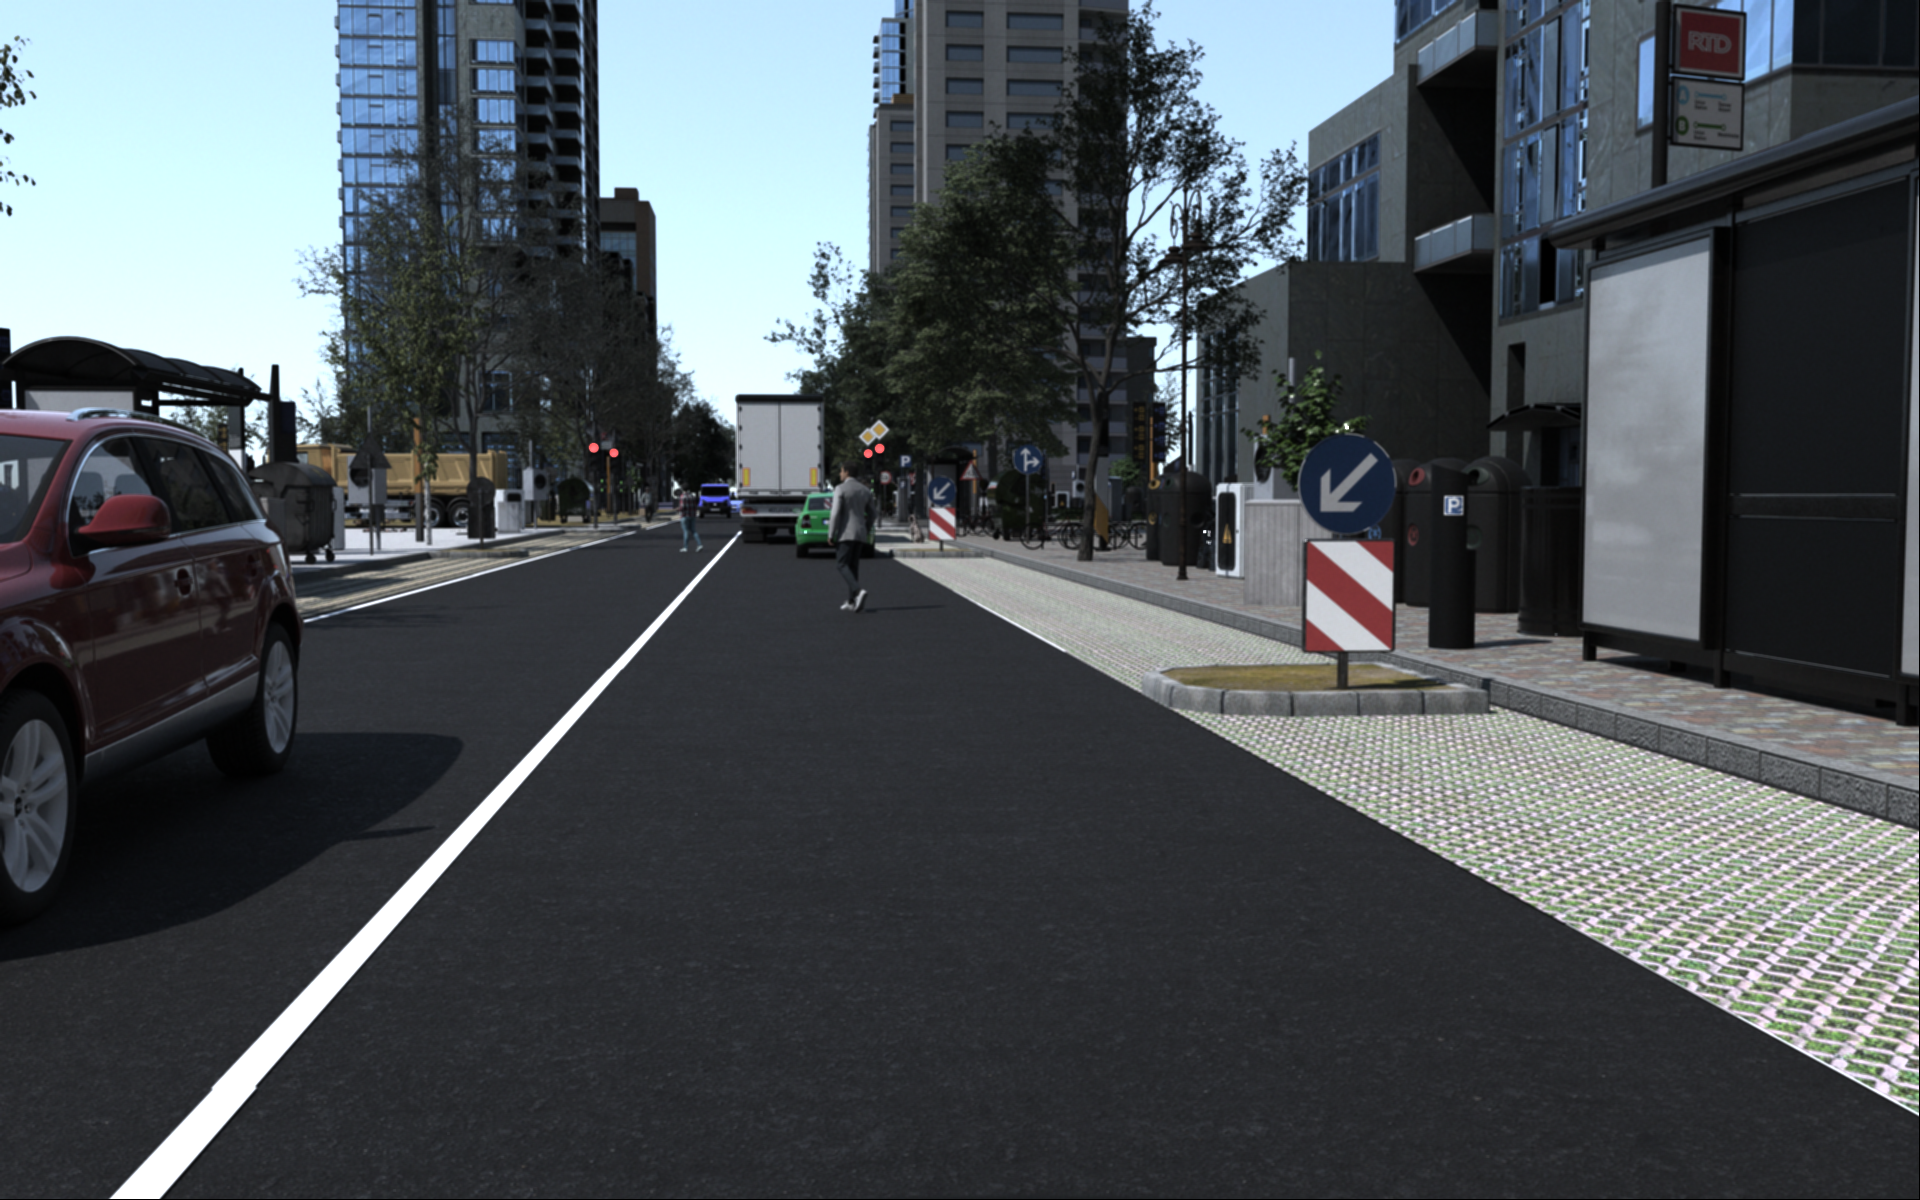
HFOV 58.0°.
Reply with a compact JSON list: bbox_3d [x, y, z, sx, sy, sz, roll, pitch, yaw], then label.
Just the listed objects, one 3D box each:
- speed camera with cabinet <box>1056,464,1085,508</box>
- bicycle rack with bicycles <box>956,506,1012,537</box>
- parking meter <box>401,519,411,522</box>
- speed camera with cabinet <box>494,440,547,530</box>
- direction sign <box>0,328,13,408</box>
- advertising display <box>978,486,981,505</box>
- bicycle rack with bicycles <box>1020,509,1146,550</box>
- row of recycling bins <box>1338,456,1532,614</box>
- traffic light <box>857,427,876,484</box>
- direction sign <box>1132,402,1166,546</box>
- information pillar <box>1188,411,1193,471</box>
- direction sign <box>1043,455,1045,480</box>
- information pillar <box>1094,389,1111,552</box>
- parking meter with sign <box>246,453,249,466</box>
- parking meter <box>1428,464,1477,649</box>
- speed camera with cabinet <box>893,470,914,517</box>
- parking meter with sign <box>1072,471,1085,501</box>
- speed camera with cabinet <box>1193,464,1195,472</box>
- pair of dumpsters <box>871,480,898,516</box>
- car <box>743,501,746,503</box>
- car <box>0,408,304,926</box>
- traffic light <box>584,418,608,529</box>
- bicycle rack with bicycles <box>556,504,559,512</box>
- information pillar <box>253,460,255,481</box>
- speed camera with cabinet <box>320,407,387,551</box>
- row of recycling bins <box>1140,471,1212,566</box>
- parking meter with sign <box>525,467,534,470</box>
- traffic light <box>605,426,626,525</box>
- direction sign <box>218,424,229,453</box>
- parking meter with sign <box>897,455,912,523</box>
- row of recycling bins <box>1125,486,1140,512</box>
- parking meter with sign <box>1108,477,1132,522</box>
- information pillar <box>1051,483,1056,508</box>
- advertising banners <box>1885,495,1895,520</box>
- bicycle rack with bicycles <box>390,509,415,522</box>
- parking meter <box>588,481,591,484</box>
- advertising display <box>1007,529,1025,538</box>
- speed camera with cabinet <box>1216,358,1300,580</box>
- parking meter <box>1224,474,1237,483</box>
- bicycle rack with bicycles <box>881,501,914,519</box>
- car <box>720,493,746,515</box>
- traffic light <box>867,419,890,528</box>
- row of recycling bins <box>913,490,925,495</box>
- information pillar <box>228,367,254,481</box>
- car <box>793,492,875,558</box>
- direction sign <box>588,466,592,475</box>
[{"bbox_3d":[7.157,-7.307,113.809,2.038,3.252,0.660,-1,4,-15],"label":"speed camera with cabinet"},{"bbox_3d":[1.084,-2.434,53.182,2.925,0.926,2.852,0,4,-5],"label":"bicycle rack with bicycles"},{"bbox_3d":[-25.121,-4.451,78.483,0.399,1.863,0.255,-3,5,-44],"label":"parking meter"},{"bbox_3d":[-15.908,-4.182,62.719,0.660,3.252,2.038,2,4,34],"label":"speed camera with cabinet"},{"bbox_3d":[-13.105,-1.919,23.372,0.379,3.537,0.876,1,4,13],"label":"direction sign"},{"bbox_3d":[1.524,-7.985,135.767,0.123,1.923,0.974,0,4,5],"label":"advertising display"},{"bbox_3d":[3.158,-1.664,40.591,2.925,0.926,2.852,1,4,23],"label":"bicycle rack with bicycles"},{"bbox_3d":[5.352,-0.800,20.196,1.069,1.692,3.534,-1,4,-21],"label":"row of recycling bins"},{"bbox_3d":[-3.896,-5.140,72.958,0.839,4.253,0.868,0,4,-6],"label":"traffic light"},{"bbox_3d":[4.655,-3.101,42.698,0.876,3.537,0.379,-1,4,-17],"label":"direction sign"},{"bbox_3d":[6.550,-3.540,49.232,0.183,3.616,0.504,1,4,14],"label":"information pillar"},{"bbox_3d":[4.496,-6.553,99.144,0.876,3.537,0.379,-2,4,-28],"label":"direction sign"},{"bbox_3d":[3.147,-2.893,38.653,0.183,3.616,0.504,3,5,43],"label":"information pillar"},{"bbox_3d":[-31.121,-4.724,73.491,0.543,3.016,1.738,3,4,37],"label":"parking meter with sign"},{"bbox_3d":[4.107,-0.368,14.431,0.372,1.533,0.369,0,3,0],"label":"parking meter"},{"bbox_3d":[-3.284,-6.324,97.740,0.660,3.252,2.038,-1,4,-14],"label":"speed camera with cabinet"},{"bbox_3d":[9.560,-8.392,133.462,1.738,3.016,0.543,-1,4,-15],"label":"parking meter with sign"},{"bbox_3d":[16.052,-7.362,114.701,0.660,3.252,2.038,-2,4,-30],"label":"speed camera with cabinet"},{"bbox_3d":[-4.340,-6.030,101.088,1.574,2.255,4.437,0,4,-6],"label":"pair of dumpsters"},{"bbox_3d":[-22.398,-10.465,183.681,1.945,1.354,3.894,0,4,-4],"label":"car"},{"bbox_3d":[-4.305,0.084,7.301,2.281,1.827,5.304,0,4,-7],"label":"car"},{"bbox_3d":[-13.449,-4.586,63.895,0.839,4.253,0.868,0,4,-6],"label":"traffic light"},{"bbox_3d":[-29.317,-6.567,120.746,2.925,0.926,2.852,0,4,6],"label":"bicycle rack with bicycles"},{"bbox_3d":[-41.239,-6.686,100.674,0.504,3.616,0.183,-2,4,-30],"label":"information pillar"},{"bbox_3d":[-14.055,-2.744,39.206,2.038,3.252,0.660,1,4,11],"label":"speed camera with cabinet"},{"bbox_3d":[4.117,-1.545,32.378,1.069,1.692,3.534,0,4,0],"label":"row of recycling bins"},{"bbox_3d":[-27.492,-7.070,111.848,0.543,3.016,1.738,0,4,5],"label":"parking meter with sign"},{"bbox_3d":[-14.297,-5.071,71.835,0.839,4.253,0.868,0,4,-6],"label":"traffic light"},{"bbox_3d":[-23.509,-3.907,55.876,0.876,3.537,0.379,1,4,12],"label":"direction sign"},{"bbox_3d":[-2.569,-5.028,78.475,0.543,3.016,1.738,-1,4,-9],"label":"parking meter with sign"},{"bbox_3d":[8.948,-5.001,88.878,1.069,1.692,3.534,0,4,6],"label":"row of recycling bins"},{"bbox_3d":[6.726,-4.844,75.462,1.738,3.016,0.543,-3,4,-37],"label":"parking meter with sign"},{"bbox_3d":[6.052,-6.596,112.335,0.304,2.012,0.304,1,4,9],"label":"information pillar"},{"bbox_3d":[8.200,-1.106,14.266,0.090,3.025,2.074,0,4,-3],"label":"advertising banners"},{"bbox_3d":[-25.613,-4.167,81.505,2.852,0.926,2.925,3,4,36],"label":"bicycle rack with bicycles"},{"bbox_3d":[-17.019,-4.470,78.803,0.399,1.863,0.255,1,4,13],"label":"parking meter"},{"bbox_3d":[1.646,-2.763,50.384,0.123,1.923,0.974,2,4,35],"label":"advertising display"},{"bbox_3d":[4.478,-1.929,25.871,0.660,3.252,2.038,-1,4,-15],"label":"speed camera with cabinet"},{"bbox_3d":[7.914,-2.759,50.826,0.399,1.863,0.255,0,4,5],"label":"parking meter"},{"bbox_3d":[-2.596,-4.664,89.637,2.852,0.926,2.925,-2,4,-31],"label":"bicycle rack with bicycles"},{"bbox_3d":[-16.048,-6.864,121.820,1.945,1.707,3.694,0,4,-8],"label":"car"},{"bbox_3d":[-3.048,-4.654,65.018,0.839,4.253,0.868,0,4,-6],"label":"traffic light"},{"bbox_3d":[-2.356,-8.618,148.010,3.534,1.692,1.069,0,4,-1],"label":"row of recycling bins"},{"bbox_3d":[-13.454,-2.503,32.272,0.504,3.616,0.183,3,5,40],"label":"information pillar"},{"bbox_3d":[-2.917,-1.930,40.356,1.959,1.807,4.718,0,4,-5],"label":"car"},{"bbox_3d":[-29.539,-8.945,138.245,0.876,3.537,0.379,1,4,9],"label":"direction sign"}]
